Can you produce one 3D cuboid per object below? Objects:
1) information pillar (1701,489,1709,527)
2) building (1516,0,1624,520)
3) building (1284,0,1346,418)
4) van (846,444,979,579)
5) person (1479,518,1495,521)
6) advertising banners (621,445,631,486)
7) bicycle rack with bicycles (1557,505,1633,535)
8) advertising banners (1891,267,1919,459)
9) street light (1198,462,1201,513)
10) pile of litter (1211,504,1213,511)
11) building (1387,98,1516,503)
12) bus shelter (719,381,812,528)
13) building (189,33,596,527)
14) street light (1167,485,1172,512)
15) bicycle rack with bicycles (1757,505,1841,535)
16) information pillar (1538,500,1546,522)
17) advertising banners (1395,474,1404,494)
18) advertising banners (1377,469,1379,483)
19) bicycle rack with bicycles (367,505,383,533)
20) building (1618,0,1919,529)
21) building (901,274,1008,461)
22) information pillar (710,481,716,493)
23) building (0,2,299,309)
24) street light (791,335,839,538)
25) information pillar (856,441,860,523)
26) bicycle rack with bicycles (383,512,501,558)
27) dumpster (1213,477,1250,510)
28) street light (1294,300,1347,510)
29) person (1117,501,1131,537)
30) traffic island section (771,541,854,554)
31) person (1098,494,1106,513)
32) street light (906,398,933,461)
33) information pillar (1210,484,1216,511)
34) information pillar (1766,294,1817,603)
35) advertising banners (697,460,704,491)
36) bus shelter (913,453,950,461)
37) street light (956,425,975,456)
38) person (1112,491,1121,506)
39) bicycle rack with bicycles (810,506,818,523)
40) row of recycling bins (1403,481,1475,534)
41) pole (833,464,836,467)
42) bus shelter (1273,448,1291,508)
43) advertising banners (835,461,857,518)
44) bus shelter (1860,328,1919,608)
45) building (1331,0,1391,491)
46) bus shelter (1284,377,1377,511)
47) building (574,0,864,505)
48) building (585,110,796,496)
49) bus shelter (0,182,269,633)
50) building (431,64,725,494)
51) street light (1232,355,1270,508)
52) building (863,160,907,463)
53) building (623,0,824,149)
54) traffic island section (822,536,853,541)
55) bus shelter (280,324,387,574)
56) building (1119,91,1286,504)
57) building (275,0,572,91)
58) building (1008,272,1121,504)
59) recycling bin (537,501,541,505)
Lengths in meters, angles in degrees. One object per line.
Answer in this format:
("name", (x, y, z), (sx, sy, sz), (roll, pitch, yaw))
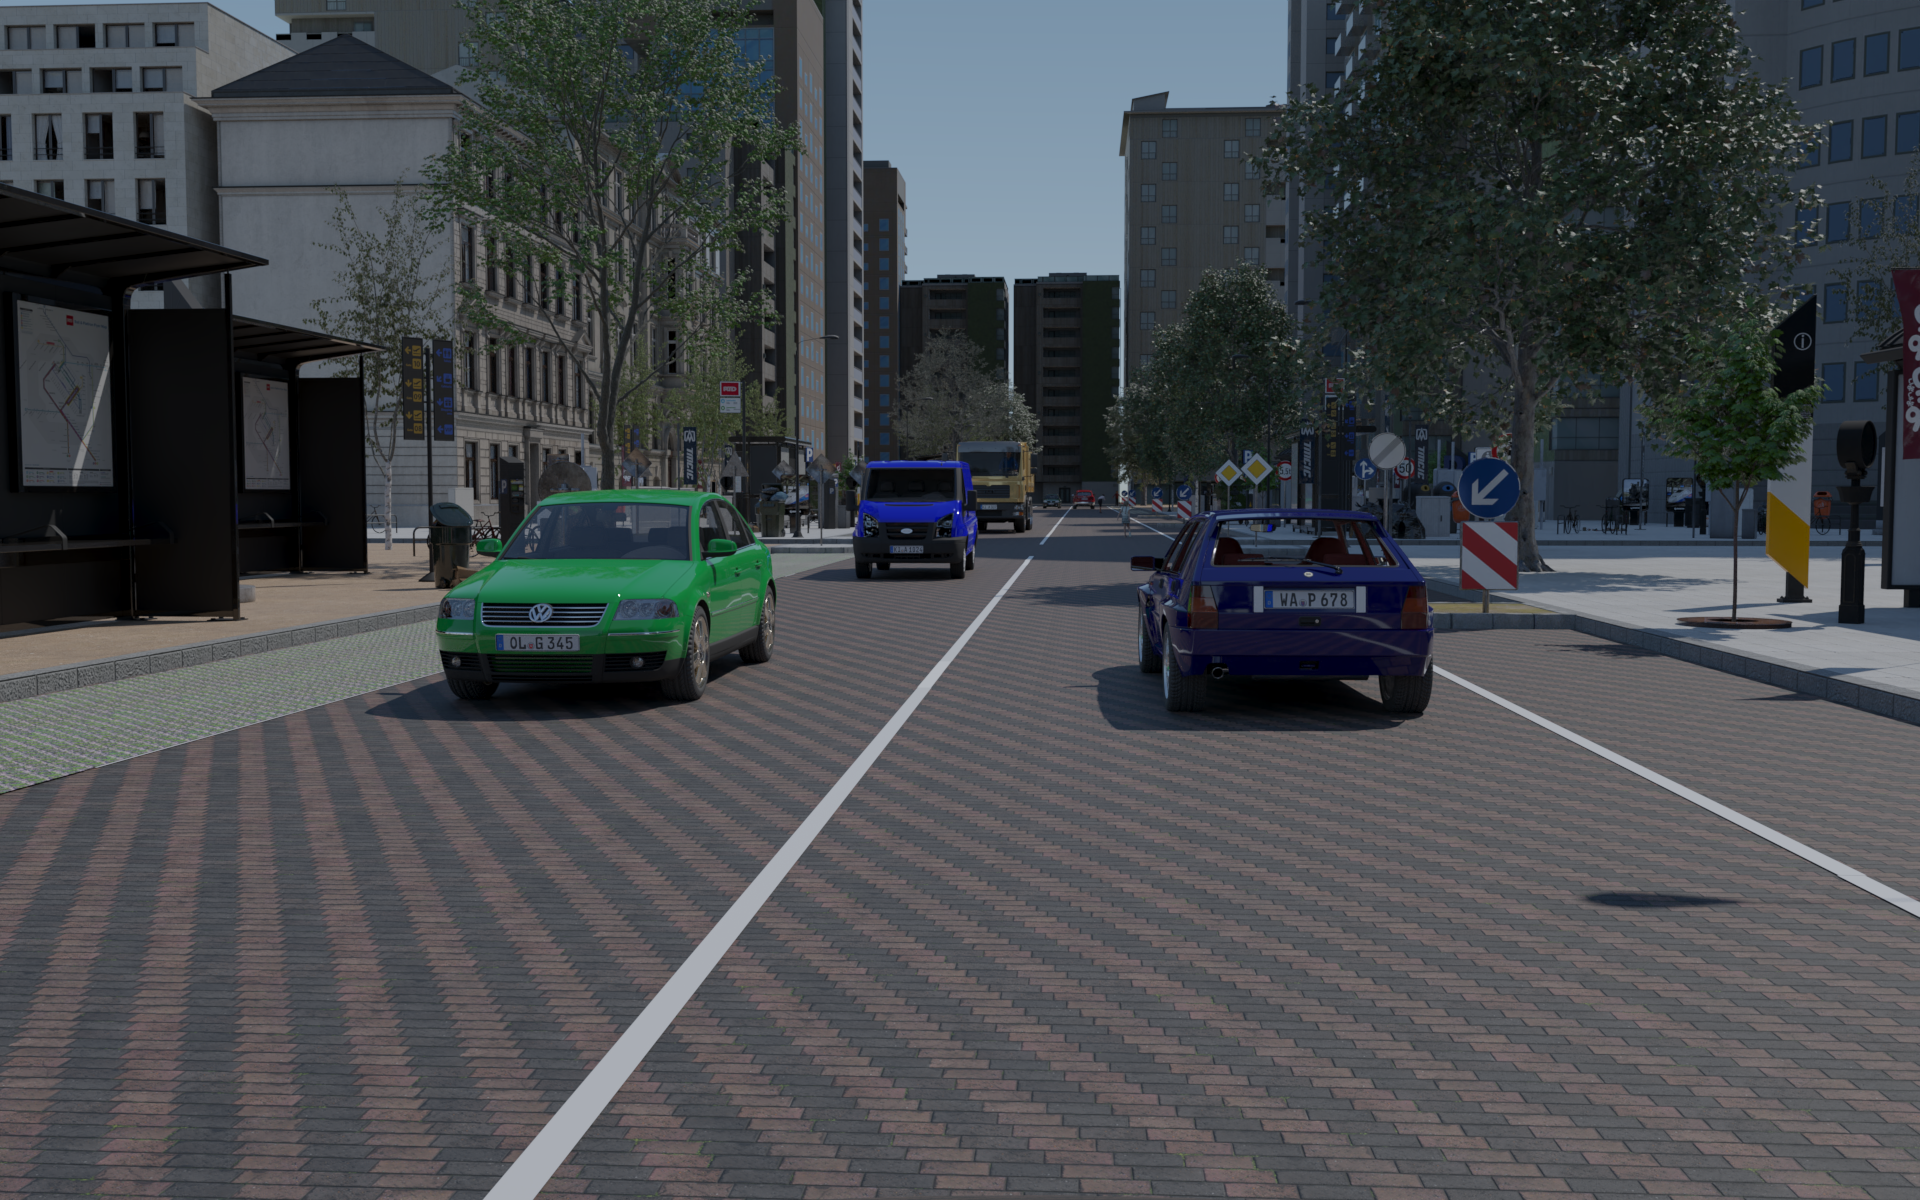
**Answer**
("information pillar", (29.015, -3.842, 67.310), (0.304, 2.012, 0.304), (0, 4, 5))
("building", (36.359, -24.819, 89.381), (14.154, 41.232, 14.086), (0, 4, 4))
("building", (42.608, -38.395, 169.758), (21.231, 58.520, 28.212), (0, 4, 4))
("van", (-0.742, -1.635, 31.124), (2.240, 2.365, 5.245), (0, 4, 3))
("person", (13.408, -2.149, 43.660), (0.654, 1.822, 0.581), (0, 4, 3))
("advertising banners", (-12.558, -4.022, 61.950), (2.074, 3.025, 0.090), (1, 4, 18))
("bicycle rack with bicycles", (20.377, -2.580, 55.565), (2.852, 0.926, 2.925), (2, 4, 27))
("advertising banners", (8.219, -1.049, 13.343), (2.074, 3.025, 0.090), (0, 4, 7))
("street light", (12.143, -7.282, 91.608), (1.470, 5.913, 1.316), (0, 4, 4))
("pile of litter", (15.042, -5.470, 103.395), (1.176, 0.858, 1.719), (0, 4, 5))
("building", (35.709, -21.068, 116.163), (14.160, 30.474, 14.107), (0, 4, 4))
("bus shelter", (-7.249, -5.287, 64.081), (2.179, 5.291, 8.768), (0, 4, 4))
("building", (-23.209, -12.877, 75.159), (10.561, 19.102, 19.286), (0, 4, 4))
("street light", (14.506, -9.281, 124.283), (1.470, 5.913, 1.316), (0, 4, 4))
("bicycle rack with bicycles", (26.187, -2.524, 54.643), (2.925, 0.926, 2.852), (-2, 4, -29))
("information pillar", (26.889, -4.626, 80.128), (0.304, 2.012, 0.304), (0, 4, -6))
("advertising banners", (21.250, -5.273, 82.409), (2.074, 3.025, 0.090), (-3, 4, -39))
("advertising banners", (28.619, -7.548, 119.593), (0.090, 3.025, 2.074), (0, 4, -3))
("bicycle rack with bicycles", (-19.903, -2.636, 56.481), (2.852, 0.926, 2.925), (2, 4, 30))
("building", (44.217, -32.282, 69.814), (28.212, 58.520, 21.231), (0, 4, 4))
("building", (-0.618, -28.075, 230.721), (14.107, 30.474, 14.160), (0, 4, 4))
("information pillar", (-13.705, -5.599, 96.028), (0.304, 2.012, 0.304), (-2, 4, -28))
("building", (-37.305, -13.255, 71.479), (16.860, 20.320, 10.420), (0, 4, 4))
("street light", (-4.243, -4.788, 50.827), (1.470, 5.913, 1.316), (0, 4, 4))
("information pillar", (-4.475, -5.195, 76.288), (0.183, 3.616, 0.504), (0, 4, -6))
("bicycle rack with bicycles", (-9.786, -1.357, 35.566), (2.925, 0.926, 2.852), (-3, 5, -41))
("dumpster", (11.443, -4.296, 72.739), (1.502, 2.255, 1.985), (0, 4, 4))
("street light", (8.693, -4.221, 41.550), (1.470, 5.913, 1.316), (0, 4, 4))
("person", (5.452, -2.686, 57.437), (0.505, 1.210, 0.382), (1, 4, 15))
("traffic island section", (-3.449, -1.258, 42.856), (2.009, 0.180, 2.903), (0, 4, 4))
("person", (10.619, -7.208, 129.542), (0.628, 1.438, 0.799), (0, 4, 3))
("street light", (-2.007, -6.787, 83.511), (1.470, 5.913, 1.316), (0, 4, 4))
("information pillar", (18.144, -7.326, 124.265), (0.304, 2.012, 0.304), (-3, 5, -42))
("information pillar", (9.794, -1.776, 20.396), (0.504, 3.616, 0.183), (0, 4, 3))
("advertising banners", (-13.865, -5.673, 88.947), (2.074, 3.025, 0.090), (2, 4, 35))
("bus shelter", (-1.721, -6.848, 103.252), (1.731, 3.624, 6.357), (0, 4, 4))
("street light", (0.287, -8.786, 116.191), (1.470, 5.913, 1.316), (0, 4, 4))
("person", (17.994, -11.615, 198.368), (1.348, 1.831, 0.705), (-2, 4, -25))
("bicycle rack with bicycles", (-6.371, -3.814, 75.736), (2.925, 0.926, 2.852), (0, 4, -6))
("row of recycling bins", (16.186, -3.006, 56.266), (3.534, 1.692, 1.069), (0, 4, 2))
("pole", (-8.551, -7.580, 117.774), (0.158, 3.312, 0.155), (0, 3, 0))
("bus shelter", (14.276, -4.755, 71.670), (2.014, 3.302, 5.546), (0, 4, 4))
("advertising banners", (-6.095, -5.967, 93.747), (0.090, 3.025, 2.074), (2, 4, 35))
("bus shelter", (11.049, -1.408, 16.940), (2.014, 3.302, 5.546), (0, 4, 4))
("building", (42.328, -31.772, 139.088), (23.786, 49.044, 30.456), (0, 4, 4))
("bus shelter", (11.989, -4.867, 57.207), (2.179, 5.291, 8.768), (0, 4, 4))
("building", (-24.432, -38.918, 178.305), (28.212, 58.520, 21.231), (0, 4, 4))
("building", (-20.796, -22.174, 134.246), (14.160, 30.474, 14.107), (0, 4, 4))
("bus shelter", (-8.002, -1.418, 14.468), (1.731, 3.624, 6.357), (0, 4, 4))
("building", (-22.694, -17.302, 101.973), (14.460, 24.649, 34.723), (0, 4, 4))
("street light", (9.749, -5.211, 57.748), (1.470, 5.913, 1.316), (0, 4, 4))
("building", (-14.702, -35.574, 231.753), (14.200, 45.320, 14.600), (0, 4, 4))
("building", (-19.492, -30.444, 147.863), (14.600, 45.320, 14.200), (0, 4, 4))
("traffic island section", (-2.888, -1.746, 50.821), (2.009, 0.180, 2.903), (0, 4, 4))
("bus shelter", (-10.214, -2.046, 24.736), (1.731, 3.624, 6.357), (0, 4, 4))
("building", (35.510, -39.478, 234.703), (27.495, 52.752, 28.713), (0, 4, 4))
("building", (-52.890, -35.943, 176.899), (27.495, 52.752, 28.713), (0, 4, 4))
("building", (14.065, -27.969, 228.996), (14.107, 30.474, 14.160), (0, 4, 4))
("recycling bin", (-14.311, -2.942, 60.662), (0.722, 1.027, 0.722), (3, 4, 38))
